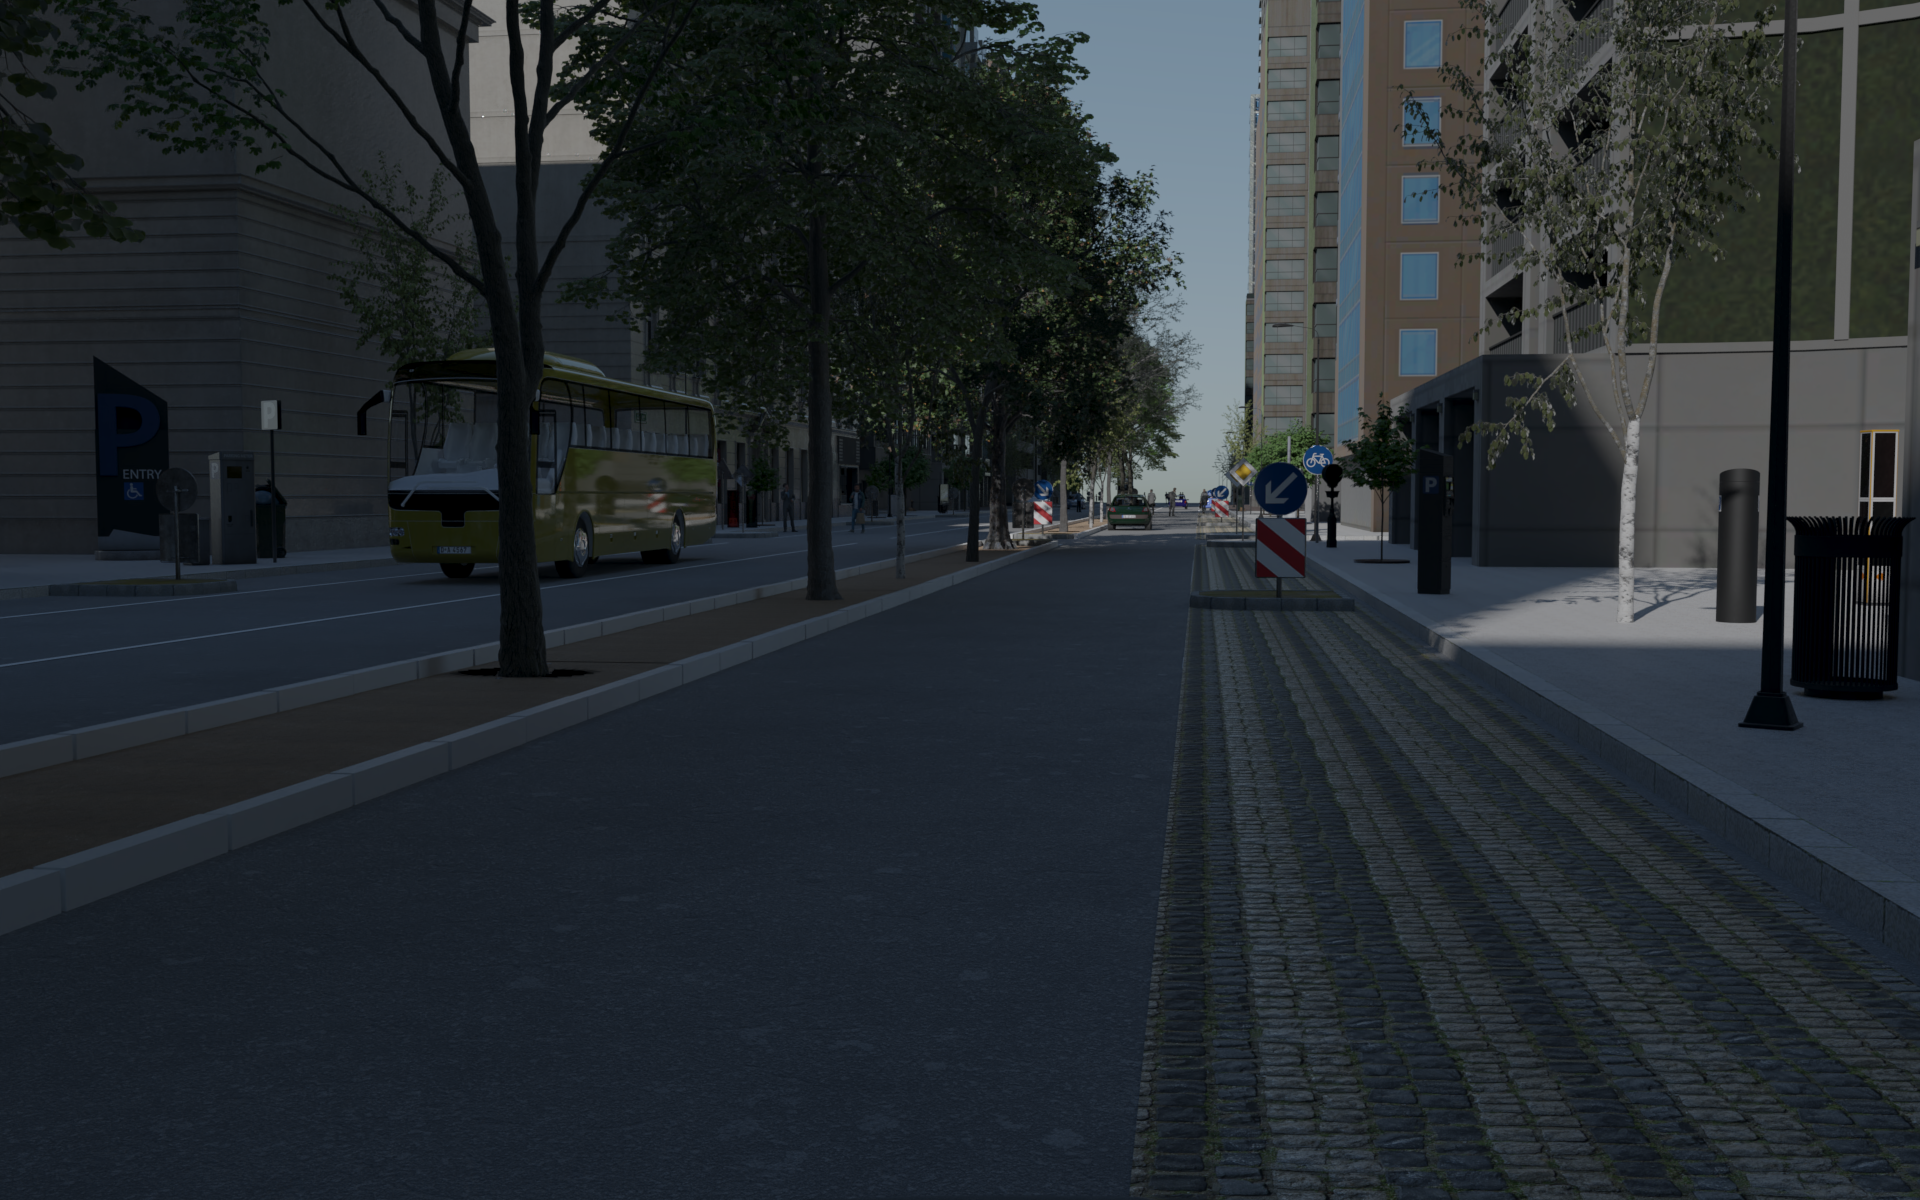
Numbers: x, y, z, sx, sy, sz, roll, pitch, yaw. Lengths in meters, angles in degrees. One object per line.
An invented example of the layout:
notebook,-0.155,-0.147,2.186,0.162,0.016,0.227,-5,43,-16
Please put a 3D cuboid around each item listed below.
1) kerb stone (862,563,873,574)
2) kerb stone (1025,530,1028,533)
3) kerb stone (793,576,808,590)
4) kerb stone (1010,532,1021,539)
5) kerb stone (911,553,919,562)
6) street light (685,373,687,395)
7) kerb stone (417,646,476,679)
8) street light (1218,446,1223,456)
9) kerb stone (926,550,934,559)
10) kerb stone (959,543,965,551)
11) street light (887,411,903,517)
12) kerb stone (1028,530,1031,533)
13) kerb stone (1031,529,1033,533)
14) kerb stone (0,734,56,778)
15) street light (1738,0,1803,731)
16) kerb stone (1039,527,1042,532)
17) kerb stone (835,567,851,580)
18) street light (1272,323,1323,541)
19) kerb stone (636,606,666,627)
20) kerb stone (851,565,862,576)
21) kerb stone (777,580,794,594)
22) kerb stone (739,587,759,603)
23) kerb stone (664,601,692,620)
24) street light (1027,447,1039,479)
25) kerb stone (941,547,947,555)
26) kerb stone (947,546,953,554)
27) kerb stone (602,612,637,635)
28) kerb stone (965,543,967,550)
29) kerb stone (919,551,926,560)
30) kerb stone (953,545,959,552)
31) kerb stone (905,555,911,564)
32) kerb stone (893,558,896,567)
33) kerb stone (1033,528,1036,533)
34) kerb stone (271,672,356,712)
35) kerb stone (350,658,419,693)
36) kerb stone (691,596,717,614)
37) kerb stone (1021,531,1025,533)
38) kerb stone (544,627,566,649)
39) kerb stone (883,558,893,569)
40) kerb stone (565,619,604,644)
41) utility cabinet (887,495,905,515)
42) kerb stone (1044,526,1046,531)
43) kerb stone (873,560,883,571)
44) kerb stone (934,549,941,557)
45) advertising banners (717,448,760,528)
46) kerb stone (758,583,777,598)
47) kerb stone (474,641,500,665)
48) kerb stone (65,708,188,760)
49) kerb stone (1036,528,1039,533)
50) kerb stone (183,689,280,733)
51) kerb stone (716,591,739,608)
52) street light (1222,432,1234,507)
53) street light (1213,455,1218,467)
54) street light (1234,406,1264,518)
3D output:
kerb stone,-1.761,-0.545,31.099,0.120,0.150,1.000,0,4,8
kerb stone,2.120,-2.251,59.073,0.120,0.150,1.000,0,4,8
kerb stone,-2.462,-0.230,26.012,0.120,0.150,1.000,0,4,8
kerb stone,1.831,-2.131,57.040,0.120,0.150,1.000,0,4,8
kerb stone,-1.052,-0.856,36.193,0.120,0.150,1.000,0,4,8
street light,-8.595,-5.207,57.679,1.470,5.913,1.316,0,4,8
kerb stone,-4.158,0.511,13.843,0.120,0.150,1.000,0,4,8
street light,25.947,-11.917,167.390,1.470,5.913,1.316,0,4,8
kerb stone,-0.773,-0.980,38.224,0.120,0.150,1.000,0,4,8
kerb stone,-0.069,-1.289,43.302,0.120,0.150,1.000,0,4,8
street light,-3.357,-7.542,95.846,1.470,5.913,1.316,0,4,8
kerb stone,2.253,-2.317,60.086,0.120,0.150,1.000,0,4,8
kerb stone,2.394,-2.378,61.102,0.120,0.150,1.000,0,4,8
kerb stone,-4.864,0.824,8.758,0.120,0.150,1.000,0,4,8
street light,3.937,-2.258,9.454,1.470,5.913,1.316,0,4,8
kerb stone,2.822,-2.566,64.152,0.120,0.150,1.000,0,4,8
kerb stone,-2.035,-0.420,29.067,0.120,0.150,1.000,0,4,8
street light,9.165,-4.560,47.098,1.470,5.913,1.316,0,4,8
kerb stone,-3.456,0.200,18.923,0.120,0.150,1.000,0,4,8
kerb stone,-1.908,-0.479,30.082,0.120,0.150,1.000,0,4,8
kerb stone,-2.606,-0.164,25.000,0.120,0.150,1.000,0,4,8
kerb stone,-2.882,-0.046,22.971,0.120,0.150,1.000,0,4,8
kerb stone,-3.314,0.138,19.935,0.120,0.150,1.000,0,4,8
street light,7.202,-12.190,171.848,1.470,5.913,1.316,0,4,8
kerb stone,-0.495,-1.103,40.260,0.120,0.150,1.000,0,4,8
kerb stone,-0.354,-1.158,41.272,0.120,0.150,1.000,0,4,8
kerb stone,-3.581,0.263,17.900,0.120,0.150,1.000,0,4,8
kerb stone,0.073,-1.347,44.317,0.120,0.150,1.000,0,4,8
kerb stone,-0.913,-0.915,37.206,0.120,0.150,1.000,0,4,8
kerb stone,-0.210,-1.229,42.284,0.120,0.150,1.000,0,4,8
kerb stone,-1.194,-0.793,35.168,0.120,0.150,1.000,0,4,8
kerb stone,-1.345,-0.731,34.141,0.120,0.150,1.000,0,4,8
kerb stone,2.536,-2.442,62.119,0.120,0.150,1.000,0,4,8
kerb stone,-4.434,0.635,11.808,0.120,0.150,1.000,0,4,8
kerb stone,-4.306,0.573,12.830,0.120,0.150,1.000,0,4,8
kerb stone,-3.170,0.076,20.947,0.120,0.150,1.000,0,4,8
kerb stone,1.979,-2.190,58.057,0.120,0.150,1.000,0,4,8
kerb stone,-3.871,0.387,15.868,0.120,0.150,1.000,0,4,8
kerb stone,-1.483,-0.669,33.128,0.120,0.150,1.000,0,4,8
kerb stone,-3.727,0.326,16.888,0.120,0.150,1.000,0,4,8
utility cabinet,-3.908,-5.789,105.817,1.020,1.237,0.306,-2,4,-24
kerb stone,3.097,-2.690,66.182,0.120,0.150,1.000,0,4,8
kerb stone,-1.628,-0.606,32.114,0.120,0.150,1.000,0,4,8
kerb stone,-0.630,-1.043,39.242,0.120,0.150,1.000,0,4,8
advertising banners,-8.628,-4.272,66.036,2.074,3.025,0.090,1,4,15
kerb stone,-2.745,-0.109,23.984,0.120,0.150,1.000,0,4,8
kerb stone,-4.009,0.451,14.855,0.120,0.150,1.000,0,4,8
kerb stone,-4.717,0.760,9.769,0.120,0.150,1.000,0,4,8
kerb stone,2.687,-2.504,63.132,0.120,0.150,1.000,0,4,8
kerb stone,-4.576,0.702,10.790,0.120,0.150,1.000,0,4,8
kerb stone,-3.026,0.016,21.959,0.120,0.150,1.000,0,4,8
street light,20.529,-9.578,129.135,1.470,5.913,1.316,0,4,8
street light,31.060,-14.221,205.050,1.470,5.913,1.316,0,4,8
street light,15.382,-7.275,91.479,1.470,5.913,1.316,0,4,8
